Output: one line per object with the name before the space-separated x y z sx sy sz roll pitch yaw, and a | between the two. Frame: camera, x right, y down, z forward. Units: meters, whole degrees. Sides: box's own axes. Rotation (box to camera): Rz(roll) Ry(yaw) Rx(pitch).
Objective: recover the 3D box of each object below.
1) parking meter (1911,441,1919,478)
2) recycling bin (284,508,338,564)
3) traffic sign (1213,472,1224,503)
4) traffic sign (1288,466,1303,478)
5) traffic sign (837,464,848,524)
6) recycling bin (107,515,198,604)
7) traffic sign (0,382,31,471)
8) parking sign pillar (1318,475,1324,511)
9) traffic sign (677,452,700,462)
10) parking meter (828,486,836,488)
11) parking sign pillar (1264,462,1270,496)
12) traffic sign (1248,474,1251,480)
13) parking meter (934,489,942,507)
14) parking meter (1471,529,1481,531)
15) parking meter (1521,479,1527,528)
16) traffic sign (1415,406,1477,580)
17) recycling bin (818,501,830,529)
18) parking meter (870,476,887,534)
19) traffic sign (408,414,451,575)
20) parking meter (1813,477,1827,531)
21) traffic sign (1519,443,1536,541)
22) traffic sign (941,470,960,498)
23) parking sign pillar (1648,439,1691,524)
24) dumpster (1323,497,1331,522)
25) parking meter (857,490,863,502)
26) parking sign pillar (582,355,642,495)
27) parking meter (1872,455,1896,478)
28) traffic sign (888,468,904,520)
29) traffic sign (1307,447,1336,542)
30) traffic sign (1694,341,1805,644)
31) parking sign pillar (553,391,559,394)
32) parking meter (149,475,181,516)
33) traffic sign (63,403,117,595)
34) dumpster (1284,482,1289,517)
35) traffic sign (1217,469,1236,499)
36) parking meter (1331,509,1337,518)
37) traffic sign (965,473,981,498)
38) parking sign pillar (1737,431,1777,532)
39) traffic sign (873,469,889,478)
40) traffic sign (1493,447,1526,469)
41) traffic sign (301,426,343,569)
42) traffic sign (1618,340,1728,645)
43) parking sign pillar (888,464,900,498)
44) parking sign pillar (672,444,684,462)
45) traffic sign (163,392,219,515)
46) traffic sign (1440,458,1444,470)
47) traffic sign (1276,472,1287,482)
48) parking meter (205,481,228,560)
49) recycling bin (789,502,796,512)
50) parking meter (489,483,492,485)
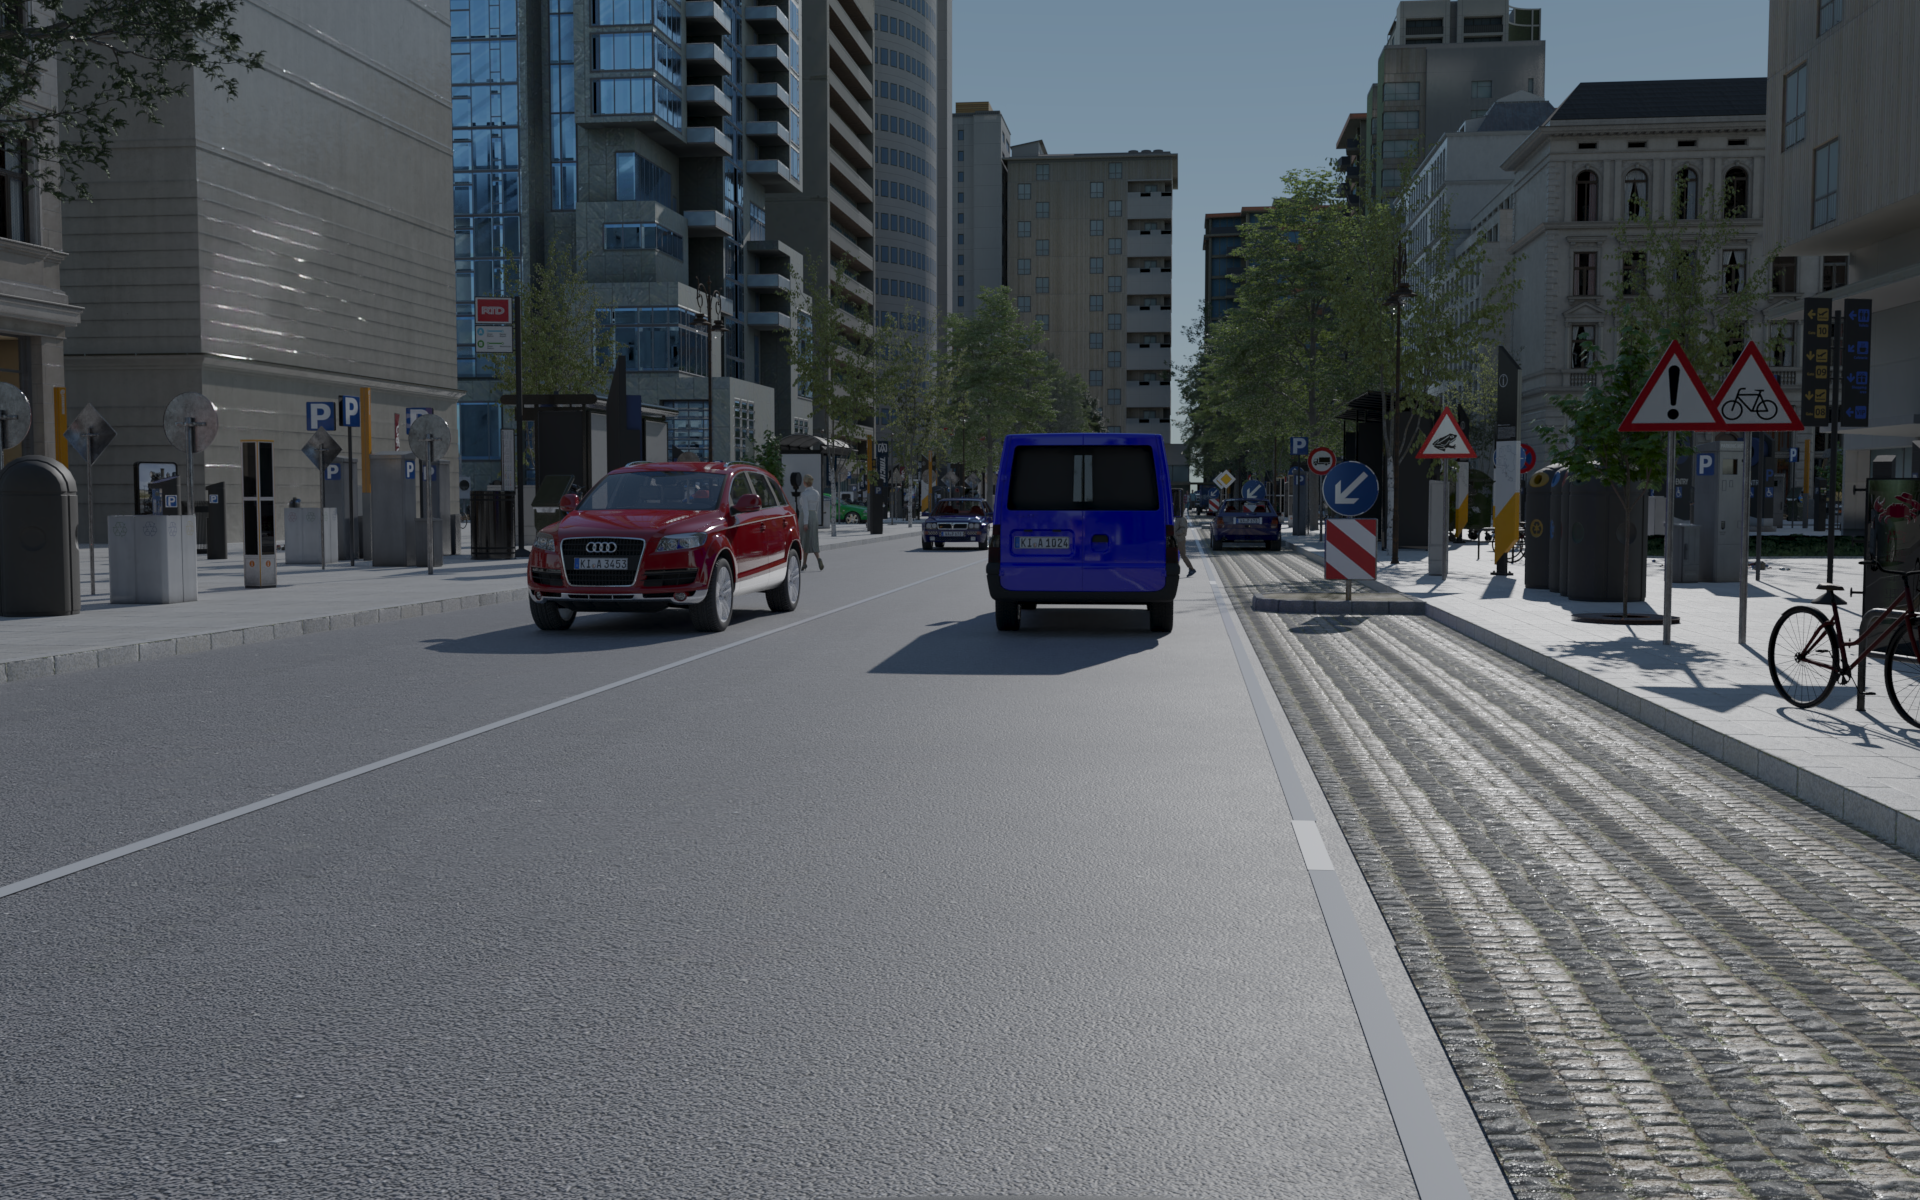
parking meter | 10.457 -0.797 18.736 0.255 1.863 0.399 1 4 14
recycling bin | -11.951 -1.184 31.907 0.722 1.027 0.722 0 4 3
traffic sign | 11.853 -4.583 78.566 0.795 2.450 0.064 0 4 7
traffic sign | 15.497 -4.879 79.884 0.768 2.556 0.104 1 4 16
traffic sign | -5.136 -4.496 73.614 0.768 2.556 0.104 1 4 13
recycling bin | -9.542 -0.485 20.487 0.722 1.027 0.722 0 4 6
traffic sign | -10.891 -1.196 19.660 0.768 2.556 0.104 1 4 9
parking sign pillar | 27.282 -8.783 132.078 1.447 3.967 1.447 0 4 2
traffic sign | -8.145 -3.169 51.911 0.768 2.556 0.104 1 4 11
parking meter | -6.348 -4.919 86.143 0.255 1.863 0.399 -3 4 -37
parking sign pillar | 20.272 -7.717 114.643 1.447 3.967 1.447 1 4 12
traffic sign | 18.217 -6.567 107.480 0.768 2.556 0.104 1 4 14
parking meter | -1.023 -4.392 80.212 0.372 1.533 0.369 0 3 0
parking meter | 17.045 -2.986 57.235 0.372 1.533 0.369 0 3 0
parking meter | 20.102 -3.450 62.122 0.399 1.863 0.255 1 4 22
traffic sign | 7.217 -1.575 25.750 0.884 2.594 0.081 1 4 14
recycling bin | -5.296 -3.159 64.204 0.722 1.027 0.722 -3 5 -43
parking meter | -2.654 -3.032 55.282 0.399 1.863 0.255 -2 4 -29
traffic sign | -8.435 -1.676 27.514 0.768 2.556 0.104 1 4 16
parking meter | 29.602 -3.295 59.590 0.255 1.863 0.399 0 4 -2
traffic sign | 14.043 -2.652 43.468 0.768 2.556 0.104 0 4 8
traffic sign | -0.402 -4.186 72.084 0.795 2.450 0.064 0 4 7
parking sign pillar | 24.737 -4.453 61.281 1.447 3.967 1.447 -1 4 -18
dumpster | 17.150 -4.647 78.468 1.502 2.255 1.985 0 4 7
parking meter | -6.381 -6.256 110.688 0.372 1.533 0.369 0 3 0
parking sign pillar | -6.684 -2.809 34.395 1.447 3.967 1.447 -1 4 -22
parking meter | 13.820 -1.237 25.942 0.255 1.863 0.399 3 4 38
traffic sign | -3.156 -5.246 85.773 0.884 2.594 0.081 1 4 13
traffic sign | 9.749 -2.850 46.700 0.768 2.556 0.104 1 4 15
traffic sign | 6.712 -0.904 14.788 0.884 2.594 0.081 1 4 10
parking sign pillar | -10.551 -3.439 44.702 1.447 3.967 1.447 -1 4 -11
parking meter | -10.587 -0.899 23.108 0.372 1.533 0.369 0 3 0
traffic sign | -11.040 -1.272 21.990 0.795 2.450 0.064 1 4 14
dumpster | 15.096 -4.473 78.892 1.264 1.857 1.865 0 4 7
traffic sign | 10.850 -4.098 70.644 0.795 2.450 0.064 0 4 7
parking meter | 14.415 -3.545 66.377 0.372 1.533 0.369 0 3 0
traffic sign | 0.601 -4.671 80.006 0.795 2.450 0.064 0 4 7
parking sign pillar | 27.192 -4.329 59.244 1.447 3.967 1.447 -1 4 -21
traffic sign | -3.742 -5.013 82.073 0.768 2.556 0.104 1 4 13
traffic sign | 13.417 -2.585 42.368 0.768 2.556 0.104 1 4 12
traffic sign | -10.838 -1.727 29.420 0.795 2.450 0.064 1 4 14
traffic sign | 6.020 -0.898 14.680 0.884 2.594 0.081 1 4 9
parking sign pillar | -6.055 -10.229 155.708 1.447 3.967 1.447 1 4 18
parking sign pillar | -14.928 -6.450 93.937 1.447 3.967 1.447 -1 4 -16
traffic sign | -9.600 -1.315 21.605 0.768 2.556 0.104 1 4 11
traffic sign | 14.327 -3.195 52.339 0.768 2.556 0.104 1 4 12
traffic sign | 18.814 -6.222 101.830 0.768 2.556 0.104 1 4 12
parking meter | -14.622 -1.568 34.056 0.372 1.533 0.369 0 3 0
recycling bin | -6.435 -3.075 62.833 0.722 1.027 0.722 -2 4 -32
parking meter | -24.110 -5.128 89.551 0.399 1.863 0.255 2 4 35
